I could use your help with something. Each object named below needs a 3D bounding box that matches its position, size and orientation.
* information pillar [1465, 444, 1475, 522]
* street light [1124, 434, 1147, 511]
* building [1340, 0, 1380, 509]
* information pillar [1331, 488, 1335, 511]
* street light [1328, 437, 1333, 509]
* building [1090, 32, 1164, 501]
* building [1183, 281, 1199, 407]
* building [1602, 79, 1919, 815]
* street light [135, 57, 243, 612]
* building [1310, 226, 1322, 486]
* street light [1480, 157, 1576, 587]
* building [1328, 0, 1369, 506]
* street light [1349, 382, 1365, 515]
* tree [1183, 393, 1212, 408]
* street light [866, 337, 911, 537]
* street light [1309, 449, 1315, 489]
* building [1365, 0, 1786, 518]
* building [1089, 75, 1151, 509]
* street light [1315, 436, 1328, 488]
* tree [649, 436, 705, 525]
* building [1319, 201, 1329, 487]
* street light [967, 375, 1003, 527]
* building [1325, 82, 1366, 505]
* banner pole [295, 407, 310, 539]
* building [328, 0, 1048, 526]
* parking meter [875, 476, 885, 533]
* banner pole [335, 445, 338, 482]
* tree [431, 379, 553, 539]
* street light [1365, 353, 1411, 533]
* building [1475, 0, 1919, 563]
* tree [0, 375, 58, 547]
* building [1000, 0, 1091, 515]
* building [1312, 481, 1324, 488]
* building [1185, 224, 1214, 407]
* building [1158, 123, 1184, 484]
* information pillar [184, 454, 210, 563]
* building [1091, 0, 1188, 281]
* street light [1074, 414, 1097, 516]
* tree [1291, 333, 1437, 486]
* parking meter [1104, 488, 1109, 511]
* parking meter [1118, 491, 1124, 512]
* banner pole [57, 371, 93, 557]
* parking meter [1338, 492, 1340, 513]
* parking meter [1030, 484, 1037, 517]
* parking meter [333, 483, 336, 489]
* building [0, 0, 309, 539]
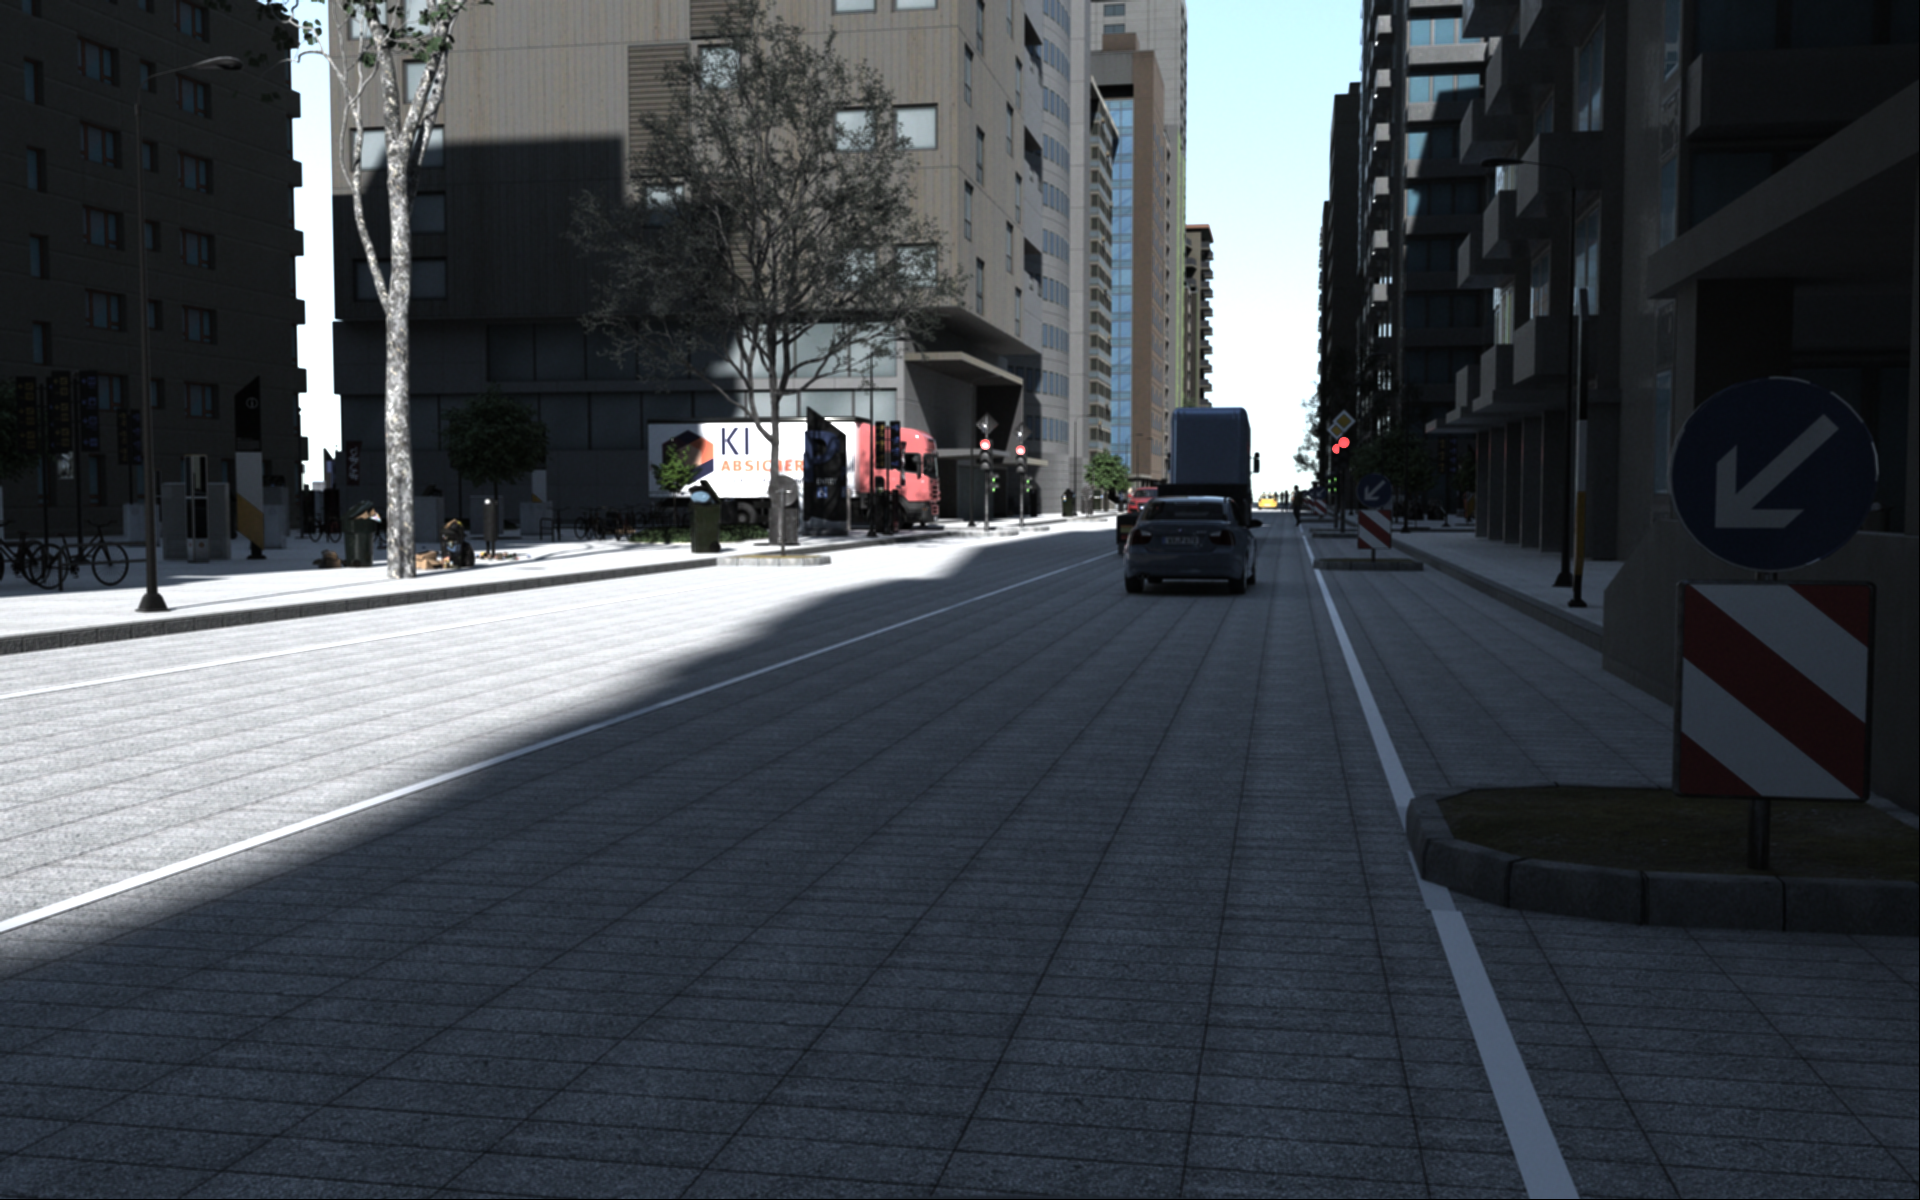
[{"bbox_3d":[23.727,-5.450,80.465,0.504,3.616,0.183,-3,4,-39],"label":"information pillar"},{"bbox_3d":[13.397,-9.851,133.597,1.470,5.913,1.316,1,4,11],"label":"street light"},{"bbox_3d":[43.384,-43.377,147.459,20.563,71.187,20.611,1,4,11],"label":"building"},{"bbox_3d":[27.781,-7.584,128.490,0.304,2.012,0.304,-3,5,-44],"label":"information pillar"},{"bbox_3d":[23.251,-8.114,105.202,1.470,5.913,1.316,1,4,11],"label":"street light"},{"bbox_3d":[12.894,-32.018,173.608,14.600,45.320,14.200,1,4,11],"label":"building"},{"bbox_3d":[24.480,-28.179,232.425,14.160,30.474,14.107,1,4,11],"label":"building"},{"bbox_3d":[19.816,-19.041,3.203,32.217,40.220,23.993,1,4,11],"label":"building"},{"bbox_3d":[-8.307,-2.821,18.673,1.470,5.913,1.316,1,4,11],"label":"street light"},{"bbox_3d":[68.570,-40.216,277.134,23.786,49.044,30.456,1,4,11],"label":"building"},{"bbox_3d":[7.867,-3.144,23.953,1.470,5.913,1.316,1,4,11],"label":"street light"},{"bbox_3d":[48.957,-52.576,172.287,22.319,86.520,31.000,1,4,11],"label":"building"},{"bbox_3d":[17.014,-6.082,71.987,1.470,5.913,1.316,1,4,11],"label":"street light"},{"bbox_3d":[28.279,-18.968,216.777,9.857,13.997,8.962,0,3,0],"label":"tree"},{"bbox_3d":[-2.099,-4.823,51.395,1.470,5.913,1.316,1,4,11],"label":"street light"},{"bbox_3d":[37.307,-12.683,179.902,1.470,5.913,1.316,1,4,11],"label":"street light"},{"bbox_3d":[39.738,-30.583,119.646,23.786,49.044,30.456,1,4,11],"label":"building"},{"bbox_3d":[0.842,-28.426,156.638,32.217,40.220,23.993,1,4,11],"label":"building"},{"bbox_3d":[30.961,-10.632,146.373,1.470,5.913,1.316,1,4,11],"label":"street light"},{"bbox_3d":[-9.699,-3.887,58.151,1.663,3.219,1.824,0,3,0],"label":"tree"},{"bbox_3d":[60.337,-37.025,255.468,14.600,45.320,14.200,1,4,11],"label":"building"},{"bbox_3d":[0.992,-5.829,67.843,1.470,5.913,1.316,1,4,11],"label":"street light"},{"bbox_3d":[53.441,-35.206,199.316,21.300,48.544,21.600,1,4,11],"label":"building"},{"bbox_3d":[-19.151,-3.685,50.273,0.401,3.779,0.863,-2,4,-24],"label":"banner pole"},{"bbox_3d":[-10.835,-30.148,82.160,28.713,52.752,27.495,1,4,11],"label":"building"},{"bbox_3d":[-2.636,-3.128,56.848,0.255,1.863,0.399,-1,4,-16],"label":"parking meter"},{"bbox_3d":[-31.531,-5.969,87.609,0.401,3.779,0.863,-1,4,-12],"label":"banner pole"},{"bbox_3d":[-13.390,-4.026,49.540,4.285,4.588,4.351,0,3,0],"label":"tree"},{"bbox_3d":[14.190,-5.174,57.141,1.470,5.913,1.316,1,4,11],"label":"street light"},{"bbox_3d":[23.490,-25.591,38.021,23.786,49.044,30.456,1,4,11],"label":"building"},{"bbox_3d":[-23.825,-3.582,42.276,4.285,4.588,4.351,0,3,0],"label":"tree"},{"bbox_3d":[-3.221,-35.166,116.968,21.231,58.520,28.212,1,4,11],"label":"building"},{"bbox_3d":[64.493,-33.229,235.176,32.217,40.220,23.993,1,4,11],"label":"building"},{"bbox_3d":[28.606,-37.881,273.974,22.147,44.769,28.867,1,4,11],"label":"building"},{"bbox_3d":[16.260,-30.818,187.464,14.154,41.232,14.086,1,4,11],"label":"building"},{"bbox_3d":[-14.228,-1.701,32.300,0.304,2.012,0.304,3,5,42],"label":"information pillar"},{"bbox_3d":[24.114,-49.580,248.885,20.563,71.187,20.611,1,4,11],"label":"building"},{"bbox_3d":[7.249,-7.848,100.863,1.470,5.913,1.316,1,4,11],"label":"street light"},{"bbox_3d":[23.383,-10.105,99.633,8.767,10.594,7.601,2,4,24],"label":"tree"},{"bbox_3d":[11.251,-7.803,133.291,0.255,1.863,0.399,-2,4,-24],"label":"parking meter"},{"bbox_3d":[11.526,-7.065,123.921,0.372,1.533,0.369,0,3,0],"label":"parking meter"},{"bbox_3d":[-18.147,-2.773,35.353,0.863,3.779,0.401,2,4,24],"label":"banner pole"},{"bbox_3d":[25.638,-6.842,117.584,0.255,1.863,0.399,0,4,4],"label":"parking meter"},{"bbox_3d":[4.153,-5.640,97.926,0.399,1.863,0.255,1,4,12],"label":"parking meter"},{"bbox_3d":[-29.895,-4.737,83.163,0.399,1.863,0.255,2,4,34],"label":"parking meter"},{"bbox_3d":[-40.853,-12.700,52.688,28.899,21.520,27.650,1,4,11],"label":"building"}]
